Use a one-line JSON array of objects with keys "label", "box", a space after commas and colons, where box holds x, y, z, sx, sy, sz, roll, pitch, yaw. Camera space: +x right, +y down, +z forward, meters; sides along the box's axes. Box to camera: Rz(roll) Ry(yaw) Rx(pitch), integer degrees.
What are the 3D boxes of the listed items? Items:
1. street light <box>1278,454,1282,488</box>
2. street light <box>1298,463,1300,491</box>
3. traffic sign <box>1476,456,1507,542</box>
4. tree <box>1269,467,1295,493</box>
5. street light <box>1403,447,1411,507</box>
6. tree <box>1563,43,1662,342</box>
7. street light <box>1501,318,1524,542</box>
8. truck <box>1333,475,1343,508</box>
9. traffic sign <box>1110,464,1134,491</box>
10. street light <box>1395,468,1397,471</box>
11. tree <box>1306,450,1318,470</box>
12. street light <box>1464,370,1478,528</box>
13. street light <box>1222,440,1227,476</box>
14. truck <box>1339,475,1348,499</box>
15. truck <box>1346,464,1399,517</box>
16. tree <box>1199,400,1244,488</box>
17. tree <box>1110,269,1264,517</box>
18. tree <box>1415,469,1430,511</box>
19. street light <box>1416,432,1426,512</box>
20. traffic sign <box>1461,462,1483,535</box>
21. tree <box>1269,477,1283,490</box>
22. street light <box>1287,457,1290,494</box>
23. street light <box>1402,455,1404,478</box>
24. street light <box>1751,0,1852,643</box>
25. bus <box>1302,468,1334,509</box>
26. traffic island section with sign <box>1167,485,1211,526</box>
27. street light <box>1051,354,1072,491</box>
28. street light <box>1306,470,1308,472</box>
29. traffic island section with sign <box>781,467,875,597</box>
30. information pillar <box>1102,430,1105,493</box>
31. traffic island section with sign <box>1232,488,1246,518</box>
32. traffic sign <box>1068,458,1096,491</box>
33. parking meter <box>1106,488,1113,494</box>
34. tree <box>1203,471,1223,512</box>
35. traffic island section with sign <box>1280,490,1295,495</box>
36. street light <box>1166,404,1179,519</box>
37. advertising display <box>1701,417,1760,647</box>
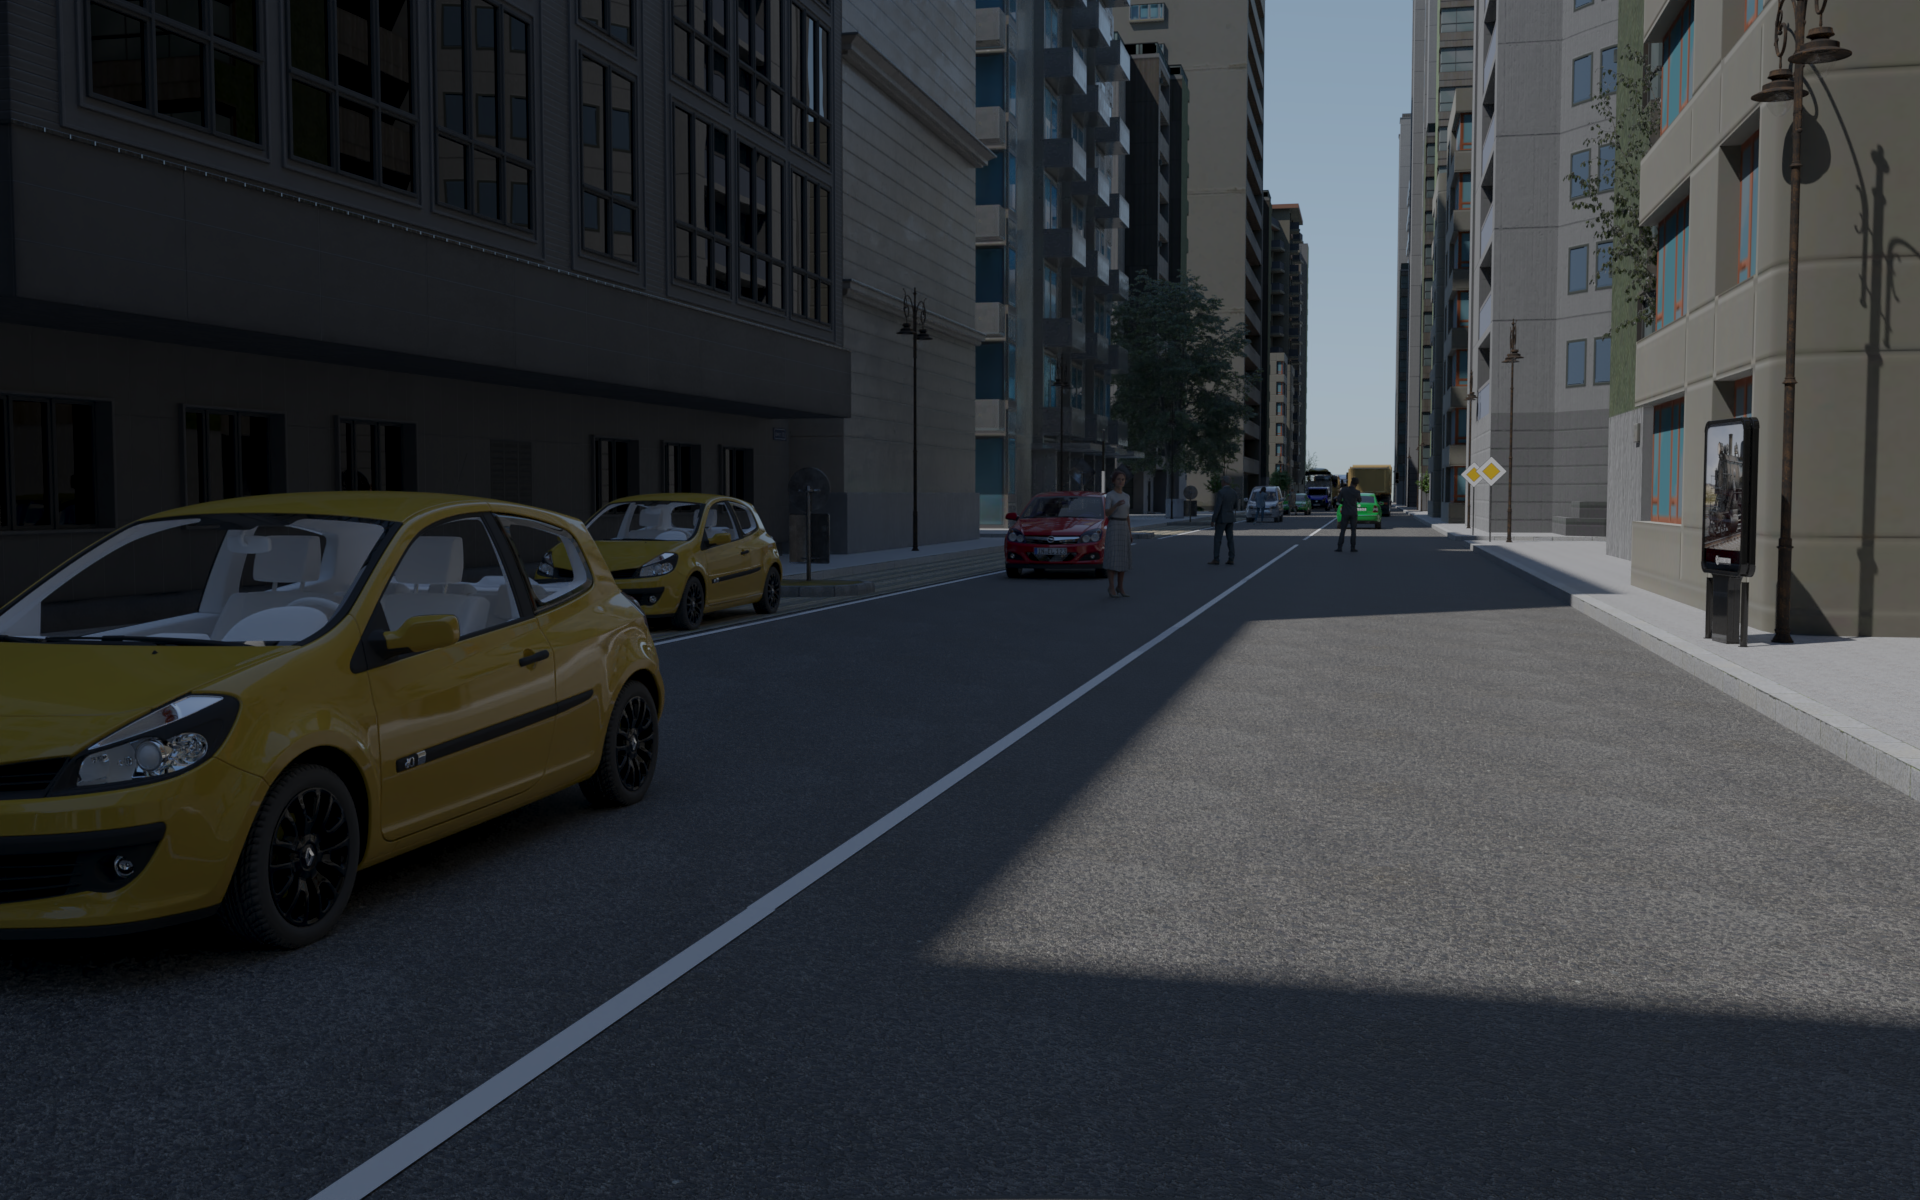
[{"label": "street light", "box": [36.010, -13.590, 194.986, 0.468, 5.910, 1.993, 1, 4, 13]}, {"label": "street light", "box": [47.652, -16.572, 243.733, 0.468, 5.910, 1.993, 1, 4, 13]}, {"label": "traffic sign", "box": [14.180, -2.608, 46.284, 0.795, 2.450, 0.064, 1, 4, 13]}, {"label": "tree", "box": [37.511, -13.408, 202.926, 4.285, 4.588, 4.351, 0, 3, 0]}, {"label": "street light", "box": [43.968, -12.037, 169.594, 0.468, 5.910, 1.993, 1, 4, 13]}, {"label": "tree", "box": [11.222, -4.648, 26.350, 4.360, 8.622, 3.978, 0, 3, 0]}, {"label": "street light", "box": [14.572, -4.465, 45.783, 0.468, 5.910, 1.993, 1, 4, 13]}, {"label": "truck", "box": [37.957, -11.214, 179.265, 3.469, 3.379, 9.791, 1, 4, 13]}, {"label": "traffic sign", "box": [5.285, -3.240, 56.618, 0.795, 2.450, 0.064, 1, 4, 13]}, {"label": "street light", "box": [55.888, -15.117, 219.948, 0.468, 5.910, 1.993, 1, 4, 13]}, {"label": "tree", "box": [57.411, -20.512, 285.725, 4.360, 8.622, 3.978, 0, 3, 0]}, {"label": "street light", "box": [18.991, -5.609, 64.490, 0.468, 5.910, 1.993, 1, 4, 13]}, {"label": "street light", "box": [18.416, -9.046, 120.686, 0.468, 5.910, 1.993, 1, 4, 13]}, {"label": "truck", "box": [53.614, -15.573, 244.374, 2.967, 4.110, 18.799, 1, 4, 12]}, {"label": "truck", "box": [26.627, -7.113, 112.218, 3.469, 3.379, 9.791, 1, 4, 15]}, {"label": "tree", "box": [19.016, -10.799, 126.923, 4.737, 8.622, 4.395, 0, 3, 0]}, {"label": "tree", "box": [12.087, -11.699, 97.941, 9.857, 13.997, 8.962, 0, 3, 0]}, {"label": "tree", "box": [35.231, -8.296, 130.249, 1.663, 3.219, 1.824, 0, 3, 0]}, {"label": "street light", "box": [33.803, -9.412, 126.681, 0.468, 5.910, 1.993, 1, 4, 13]}, {"label": "traffic sign", "box": [16.027, -3.083, 54.054, 0.795, 2.450, 0.064, 1, 4, 13]}, {"label": "tree", "box": [36.422, -12.538, 199.591, 1.663, 3.219, 1.824, 0, 3, 0]}, {"label": "street light", "box": [40.333, -14.674, 212.711, 0.468, 5.910, 1.993, 1, 4, 13]}, {"label": "street light", "box": [51.493, -13.965, 201.118, 0.468, 5.910, 1.993, 1, 4, 13]}, {"label": "street light", "box": [7.110, -2.569, 14.795, 0.468, 5.910, 1.993, 1, 4, 13]}, {"label": "bus", "box": [34.478, -10.688, 166.291, 2.896, 3.916, 12.252, 1, 4, 13]}, {"label": "traffic island section with sign", "box": [10.501, -4.287, 78.721, 1.989, 1.847, 2.006, 1, 4, 13]}, {"label": "street light", "box": [3.361, -5.166, 57.252, 0.468, 5.910, 1.993, 1, 4, 13]}, {"label": "street light", "box": [55.031, -18.470, 274.777, 0.468, 5.910, 1.993, 1, 4, 13]}, {"label": "traffic island section with sign", "box": [-2.305, -0.994, 24.886, 1.989, 1.847, 2.006, 1, 4, 13]}, {"label": "information pillar", "box": [5.221, -4.383, 63.021, 0.183, 3.616, 0.504, 0, 4, 8]}, {"label": "traffic island section with sign", "box": [16.736, -5.891, 104.948, 1.989, 1.847, 2.006, 1, 4, 13]}, {"label": "traffic sign", "box": [3.439, -2.765, 48.849, 0.795, 2.450, 0.064, 1, 4, 13]}, {"label": "parking meter", "box": [5.892, -3.625, 67.687, 0.372, 1.533, 0.369, 0, 3, 0]}, {"label": "tree", "box": [18.106, -7.883, 123.496, 1.663, 3.219, 1.824, 0, 3, 0]}, {"label": "traffic island section with sign", "box": [34.639, -10.498, 180.272, 1.989, 1.847, 2.006, 1, 4, 13]}, {"label": "street light", "box": [10.861, -7.088, 88.672, 0.468, 5.910, 1.993, 1, 4, 13]}, {"label": "advertising display", "box": [6.610, -0.592, 14.899, 0.123, 1.923, 0.974, 0, 4, 5]}]
